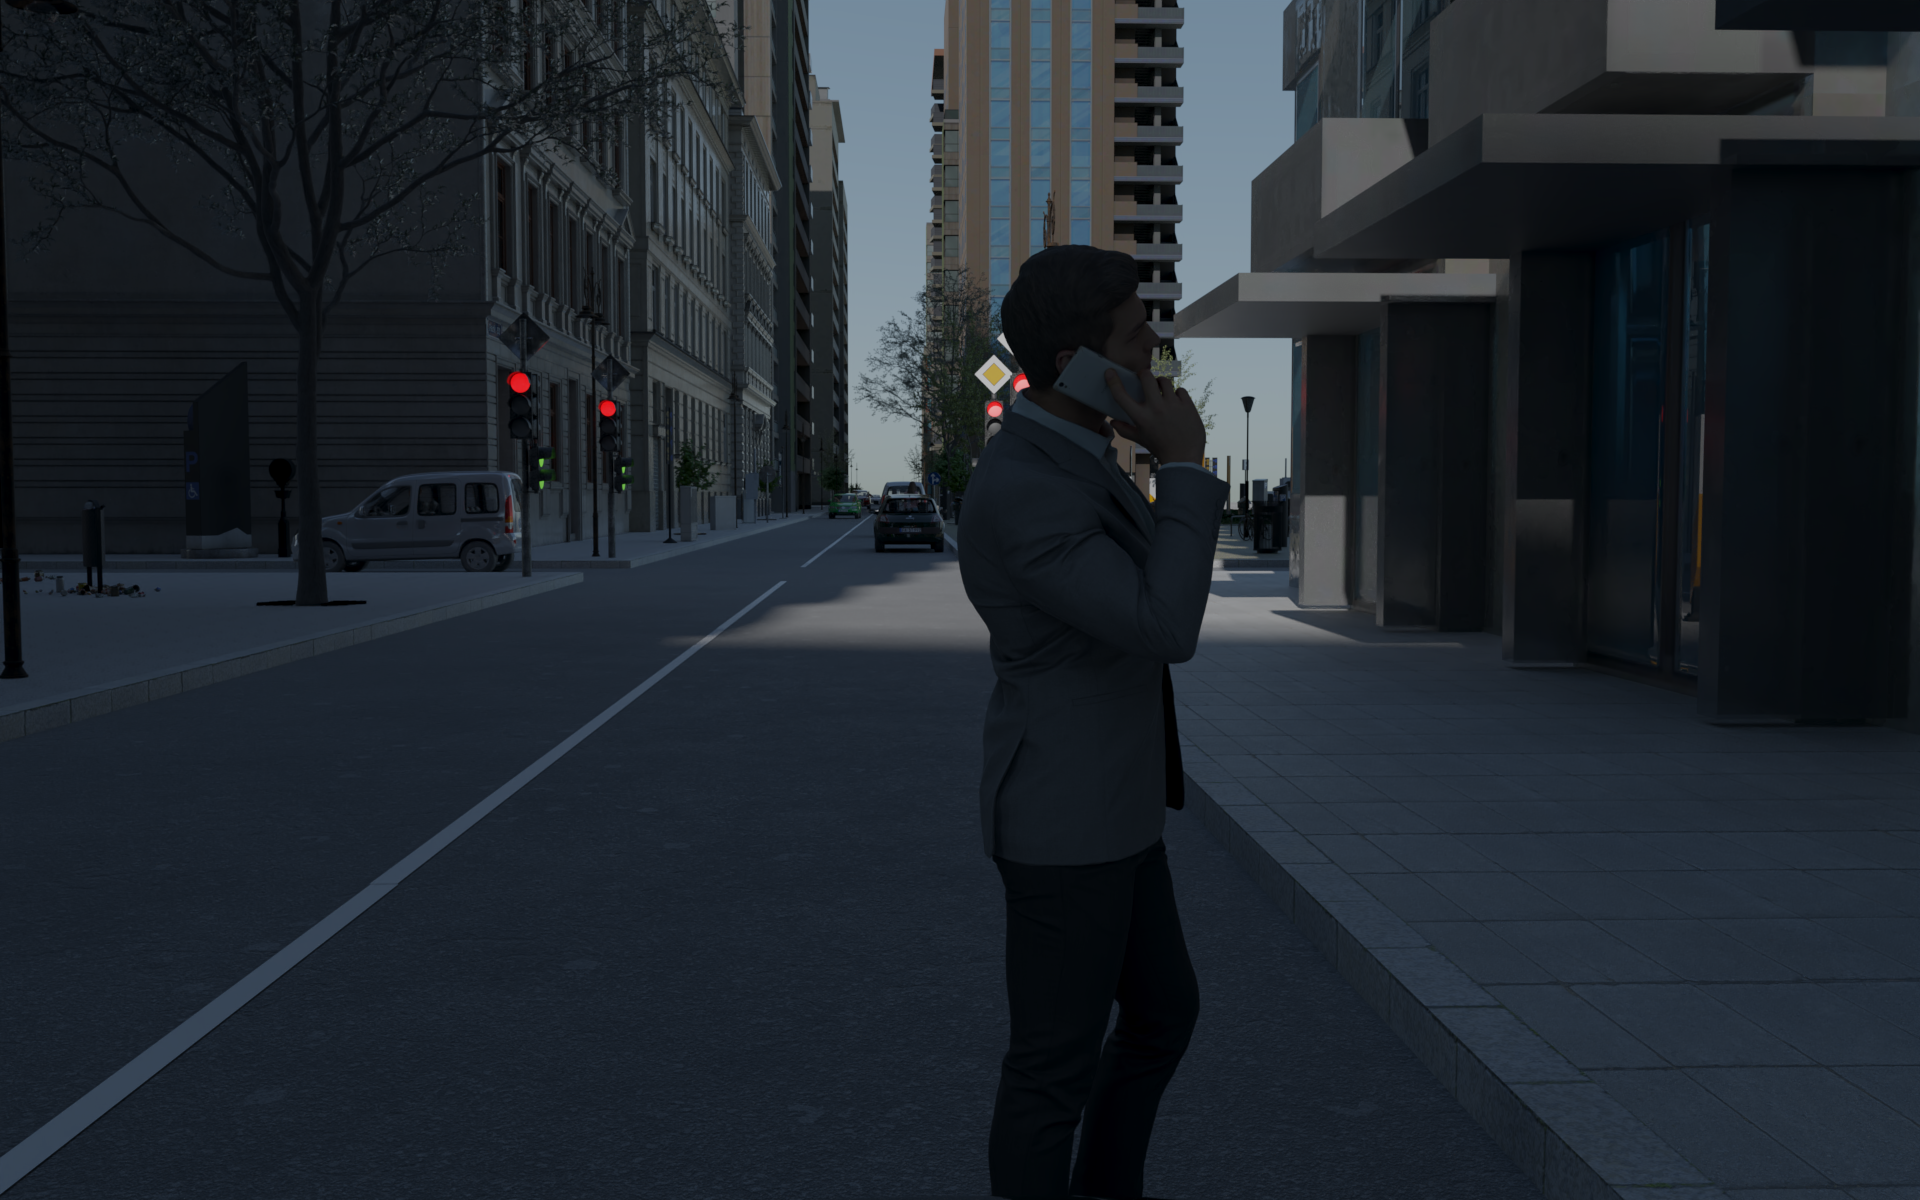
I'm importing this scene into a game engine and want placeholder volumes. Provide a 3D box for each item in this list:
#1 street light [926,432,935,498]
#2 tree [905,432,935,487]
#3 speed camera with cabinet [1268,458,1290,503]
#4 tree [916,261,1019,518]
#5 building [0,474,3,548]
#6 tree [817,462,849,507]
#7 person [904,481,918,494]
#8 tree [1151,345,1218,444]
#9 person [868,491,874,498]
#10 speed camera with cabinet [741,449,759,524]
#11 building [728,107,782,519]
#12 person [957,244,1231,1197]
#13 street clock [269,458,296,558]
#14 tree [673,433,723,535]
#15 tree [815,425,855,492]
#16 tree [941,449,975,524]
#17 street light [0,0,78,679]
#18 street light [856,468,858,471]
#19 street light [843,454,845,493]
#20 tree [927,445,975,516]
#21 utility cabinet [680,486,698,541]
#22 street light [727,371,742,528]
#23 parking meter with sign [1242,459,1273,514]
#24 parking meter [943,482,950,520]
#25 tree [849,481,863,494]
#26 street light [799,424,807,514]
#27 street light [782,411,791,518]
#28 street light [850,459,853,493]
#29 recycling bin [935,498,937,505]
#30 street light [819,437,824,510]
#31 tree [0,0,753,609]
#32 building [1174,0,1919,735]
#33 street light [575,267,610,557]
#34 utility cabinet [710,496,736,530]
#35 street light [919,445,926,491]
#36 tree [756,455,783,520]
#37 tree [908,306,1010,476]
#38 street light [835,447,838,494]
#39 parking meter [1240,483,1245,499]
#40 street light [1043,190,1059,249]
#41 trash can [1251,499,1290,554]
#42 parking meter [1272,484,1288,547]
[{"bbox_3d":[-2.045,-9.402,126.505,0.468,5.910,1.993,0,4,-2],"label":"street light"},{"bbox_3d":[-4.188,-15.170,198.387,4.360,8.622,3.978,0,3,0],"label":"tree"},{"bbox_3d":[17.323,-6.163,95.097,2.038,3.252,0.660,-1,4,-14],"label":"speed camera with cabinet"},{"bbox_3d":[-0.515,-11.107,91.966,12.009,13.543,11.850,0,3,0],"label":"tree"},{"bbox_3d":[-30.632,-12.870,40.098,15.834,23.373,12.332,0,4,-2],"label":"building"},{"bbox_3d":[-13.138,-11.935,178.844,4.285,4.588,4.351,0,3,0],"label":"tree"},{"bbox_3d":[-1.436,-2.706,52.756,0.555,1.821,0.388,0,4,-5],"label":"person"},{"bbox_3d":[10.637,-8.342,86.757,4.737,8.622,4.395,0,3,0],"label":"tree"},{"bbox_3d":[-12.215,-13.678,232.152,1.348,1.821,0.705,1,4,9],"label":"person"},{"bbox_3d":[-9.225,-4.987,75.873,0.660,3.252,2.038,-1,4,-12],"label":"speed camera with cabinet"},{"bbox_3d":[-16.072,-16.361,96.380,11.050,23.489,19.941,0,4,-2],"label":"building"},{"bbox_3d":[0.223,0.360,2.793,0.473,1.802,0.592,1,4,20],"label":"person"},{"bbox_3d":[-13.685,-1.863,35.026,0.471,2.002,0.358,0,4,1],"label":"street clock"},{"bbox_3d":[-8.553,-3.663,54.498,1.663,3.219,1.824,0,3,0],"label":"tree"},{"bbox_3d":[-13.522,-14.297,184.126,4.360,8.622,3.978,0,3,0],"label":"tree"},{"bbox_3d":[-0.153,-4.847,73.852,1.663,3.219,1.824,0,3,0],"label":"tree"},{"bbox_3d":[-6.610,-2.394,11.923,0.468,5.910,1.993,0,4,-2],"label":"street light"},{"bbox_3d":[-15.098,-17.175,253.603,0.468,5.910,1.993,0,4,-2],"label":"street light"},{"bbox_3d":[-13.072,-13.578,194.788,0.468,5.910,1.993,0,4,-2],"label":"street light"},{"bbox_3d":[-0.402,-7.310,103.224,4.285,4.588,4.351,0,3,0],"label":"tree"},{"bbox_3d":[-7.376,-2.356,47.200,0.318,1.500,1.173,0,4,-1],"label":"utility cabinet"},{"bbox_3d":[-8.464,-5.652,65.200,0.468,5.910,1.993,0,4,-2],"label":"street light"},{"bbox_3d":[14.971,-5.516,86.448,1.738,3.016,0.543,3,4,39],"label":"parking meter with sign"},{"bbox_3d":[-0.670,-4.858,85.137,0.255,1.863,0.399,2,4,27],"label":"parking meter"},{"bbox_3d":[-15.463,-16.161,258.840,1.663,3.219,1.824,0,3,0],"label":"tree"},{"bbox_3d":[-10.083,-8.484,111.504,0.468,5.910,1.993,0,4,-2],"label":"street light"},{"bbox_3d":[-9.481,-7.454,94.667,0.468,5.910,1.993,0,4,-2],"label":"street light"},{"bbox_3d":[-14.057,-15.377,224.196,0.468,5.910,1.993,0,4,-2],"label":"street light"},{"bbox_3d":[-1.834,-5.914,109.255,0.722,1.027,0.722,0,4,-2],"label":"recycling bin"},{"bbox_3d":[-11.247,-10.283,140.906,0.468,5.910,1.993,0,4,-2],"label":"street light"},{"bbox_3d":[-7.555,-6.690,19.748,12.009,13.543,11.850,0,3,0],"label":"tree"},{"bbox_3d":[14.562,-23.892,10.251,23.786,49.044,30.456,0,4,-2],"label":"building"},{"bbox_3d":[-7.474,-3.828,35.377,0.468,5.910,1.993,0,4,-2],"label":"street light"},{"bbox_3d":[-8.465,-3.100,61.850,0.306,1.237,1.020,3,5,40],"label":"utility cabinet"},{"bbox_3d":[-3.201,-11.236,156.499,0.468,5.910,1.993,0,4,-2],"label":"street light"},{"bbox_3d":[-9.555,-5.535,85.104,1.663,3.219,1.824,0,3,0],"label":"tree"},{"bbox_3d":[0.332,-7.126,66.870,4.737,8.622,4.395,0,3,0],"label":"tree"},{"bbox_3d":[-12.175,-12.102,170.649,0.468,5.910,1.993,0,4,-2],"label":"street light"},{"bbox_3d":[15.178,-5.338,92.995,0.255,1.863,0.399,2,4,25],"label":"parking meter"},{"bbox_3d":[1.364,-3.298,26.717,0.468,5.910,1.993,0,4,-2],"label":"street light"},{"bbox_3d":[6.658,-1.579,37.472,0.748,1.137,0.748,0,3,0],"label":"trash can"},{"bbox_3d":[7.764,-2.057,42.036,0.372,1.533,0.369,0,3,0],"label":"parking meter"}]
